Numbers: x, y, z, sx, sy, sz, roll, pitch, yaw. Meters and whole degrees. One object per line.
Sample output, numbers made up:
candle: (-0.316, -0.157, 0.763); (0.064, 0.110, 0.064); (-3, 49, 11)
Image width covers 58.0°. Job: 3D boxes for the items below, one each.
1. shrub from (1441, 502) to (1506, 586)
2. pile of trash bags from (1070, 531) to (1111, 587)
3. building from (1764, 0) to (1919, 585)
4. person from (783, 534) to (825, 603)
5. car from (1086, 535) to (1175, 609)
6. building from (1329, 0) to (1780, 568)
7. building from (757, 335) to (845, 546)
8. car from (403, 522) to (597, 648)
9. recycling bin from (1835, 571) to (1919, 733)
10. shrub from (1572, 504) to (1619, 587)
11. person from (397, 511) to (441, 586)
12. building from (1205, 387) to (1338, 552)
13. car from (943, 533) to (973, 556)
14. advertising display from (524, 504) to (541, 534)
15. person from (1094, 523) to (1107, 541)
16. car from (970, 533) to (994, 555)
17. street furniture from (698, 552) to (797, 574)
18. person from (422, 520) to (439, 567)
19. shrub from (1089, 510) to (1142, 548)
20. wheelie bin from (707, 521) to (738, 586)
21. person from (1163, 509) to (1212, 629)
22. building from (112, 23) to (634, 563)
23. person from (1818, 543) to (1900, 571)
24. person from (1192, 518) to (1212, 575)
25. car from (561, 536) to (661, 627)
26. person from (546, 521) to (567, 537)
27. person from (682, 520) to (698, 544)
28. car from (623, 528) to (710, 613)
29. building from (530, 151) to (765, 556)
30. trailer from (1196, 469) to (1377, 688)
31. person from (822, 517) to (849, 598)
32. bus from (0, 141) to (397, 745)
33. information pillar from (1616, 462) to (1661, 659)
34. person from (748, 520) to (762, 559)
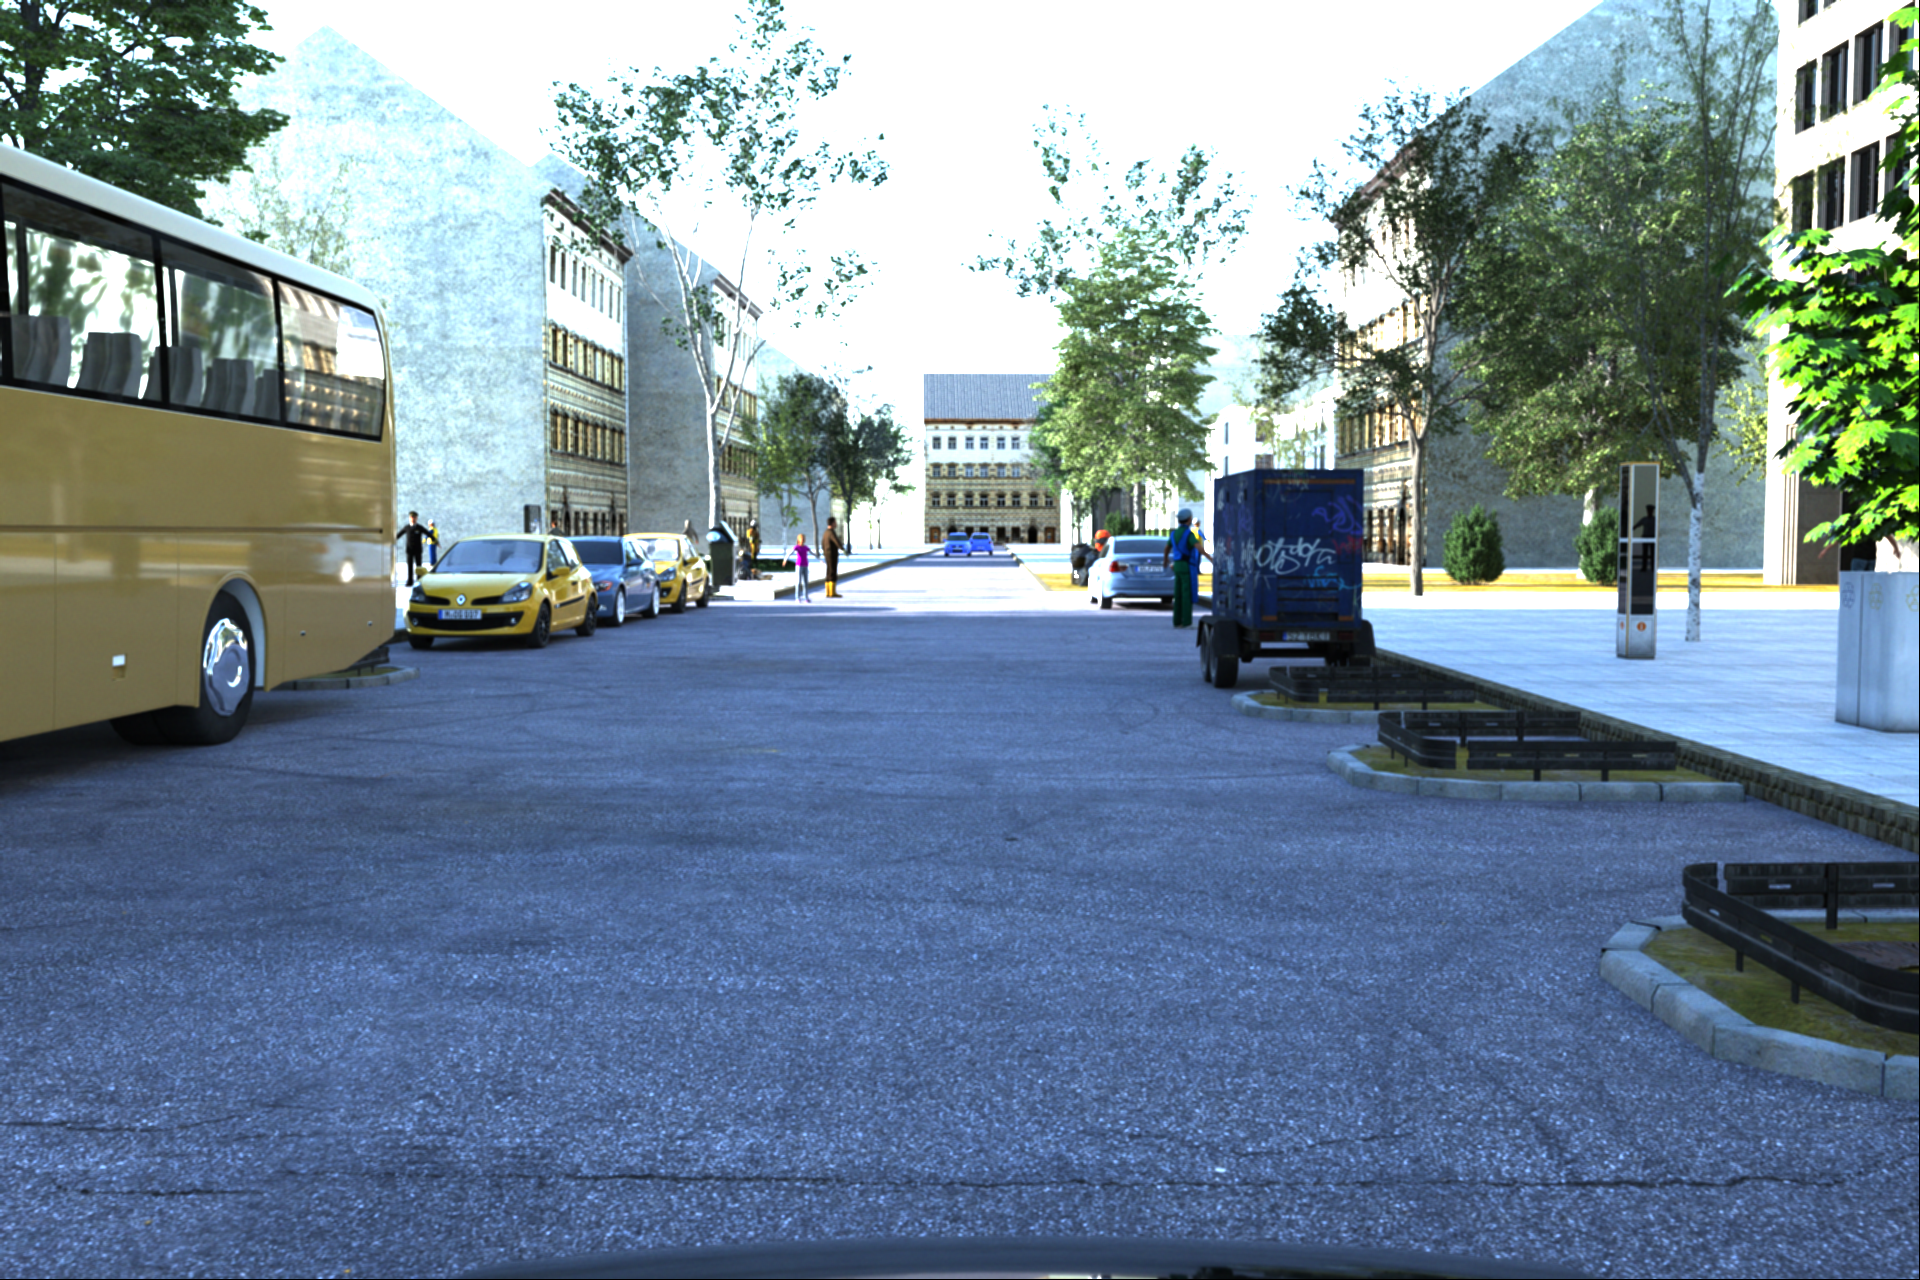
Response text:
shrub: (12.807, -2.390, 43.122); (1.661, 2.075, 1.752); (0, 3, 0)
pile of trash bags: (3.732, -2.086, 43.859); (1.912, 1.369, 3.447); (0, 4, -1)
building: (29.772, -13.631, 25.028); (24.374, 26.755, 37.873); (0, 4, 1)
person: (-3.273, -1.501, 36.271); (0.991, 1.433, 0.599); (-2, 4, -34)
car: (3.537, -1.369, 34.382); (2.014, 1.417, 4.499); (0, 4, 0)
building: (27.140, -14.873, 74.099); (19.493, 23.208, 18.063); (0, 4, 1)
building: (-22.614, -21.940, 189.654); (19.493, 23.208, 18.063); (0, 4, 1)
car: (-6.026, -0.777, 22.935); (2.015, 1.641, 3.980); (0, 4, 1)
recycling bin: (6.337, 0.065, 11.490); (0.722, 1.027, 0.722); (0, 4, 1)
shrub: (15.804, -2.309, 42.175); (1.690, 2.028, 1.600); (0, 3, 0)
person: (-13.385, -2.233, 42.451); (1.347, 1.837, 0.705); (0, 4, -5)
building: (22.227, -10.459, 113.157); (9.099, 9.664, 28.070); (0, 4, 1)
car: (-0.134, -6.258, 111.908); (1.945, 1.707, 3.694); (0, 4, 1)
advertising display: (-9.378, -2.008, 38.050); (0.123, 1.923, 0.974); (0, 4, 1)
person: (6.218, -4.059, 73.173); (1.217, 1.733, 0.721); (0, 4, 6)
car: (1.401, -6.707, 119.256); (1.945, 1.707, 3.694); (0, 4, 0)
street furniture: (-9.924, -2.532, 57.018); (10.072, 0.657, 5.734); (-3, 5, -42)
person: (-20.805, -3.808, 68.233); (0.705, 1.833, 1.349); (0, 4, 6)
shrub: (4.961, -3.108, 54.863); (1.661, 2.075, 1.752); (0, 3, 0)
wheelie bin: (-5.888, -2.143, 42.939); (0.693, 1.594, 0.980); (0, 4, 3)
person: (3.441, -1.084, 26.310); (0.704, 1.817, 1.347); (-2, 4, -28)
building: (-27.217, -15.486, 84.129); (19.493, 23.208, 18.063); (0, 4, 0)
person: (13.843, -1.244, 26.558); (1.348, 1.803, 0.705); (0, 4, -8)
person: (7.492, -2.923, 54.261); (0.721, 1.772, 1.216); (-2, 4, -26)
car: (-6.061, -0.995, 28.266); (2.014, 1.417, 4.499); (0, 4, 1)
person: (-16.380, -3.900, 70.038); (1.348, 1.796, 0.705); (-3, 4, -38)
person: (-10.179, -3.590, 64.818); (0.705, 1.813, 1.348); (2, 4, 29)
car: (-5.810, -1.364, 32.517); (2.015, 1.641, 3.980); (0, 4, 1)
building: (-23.202, -17.009, 109.023); (19.493, 23.208, 18.063); (0, 4, 2)
trailer: (3.079, -0.619, 17.167); (1.471, 1.999, 3.904); (0, 4, 0)
person: (-2.869, -1.868, 39.138); (0.704, 1.812, 1.346); (-2, 4, -27)
bus: (-6.235, -1.065, 8.963); (2.896, 3.916, 12.252); (0, 4, 1)
information pillar: (6.975, -0.815, 17.822); (0.304, 2.012, 0.304); (0, 4, 1)
person: (-8.541, -4.065, 72.225); (0.705, 1.858, 1.354); (1, 4, 8)
